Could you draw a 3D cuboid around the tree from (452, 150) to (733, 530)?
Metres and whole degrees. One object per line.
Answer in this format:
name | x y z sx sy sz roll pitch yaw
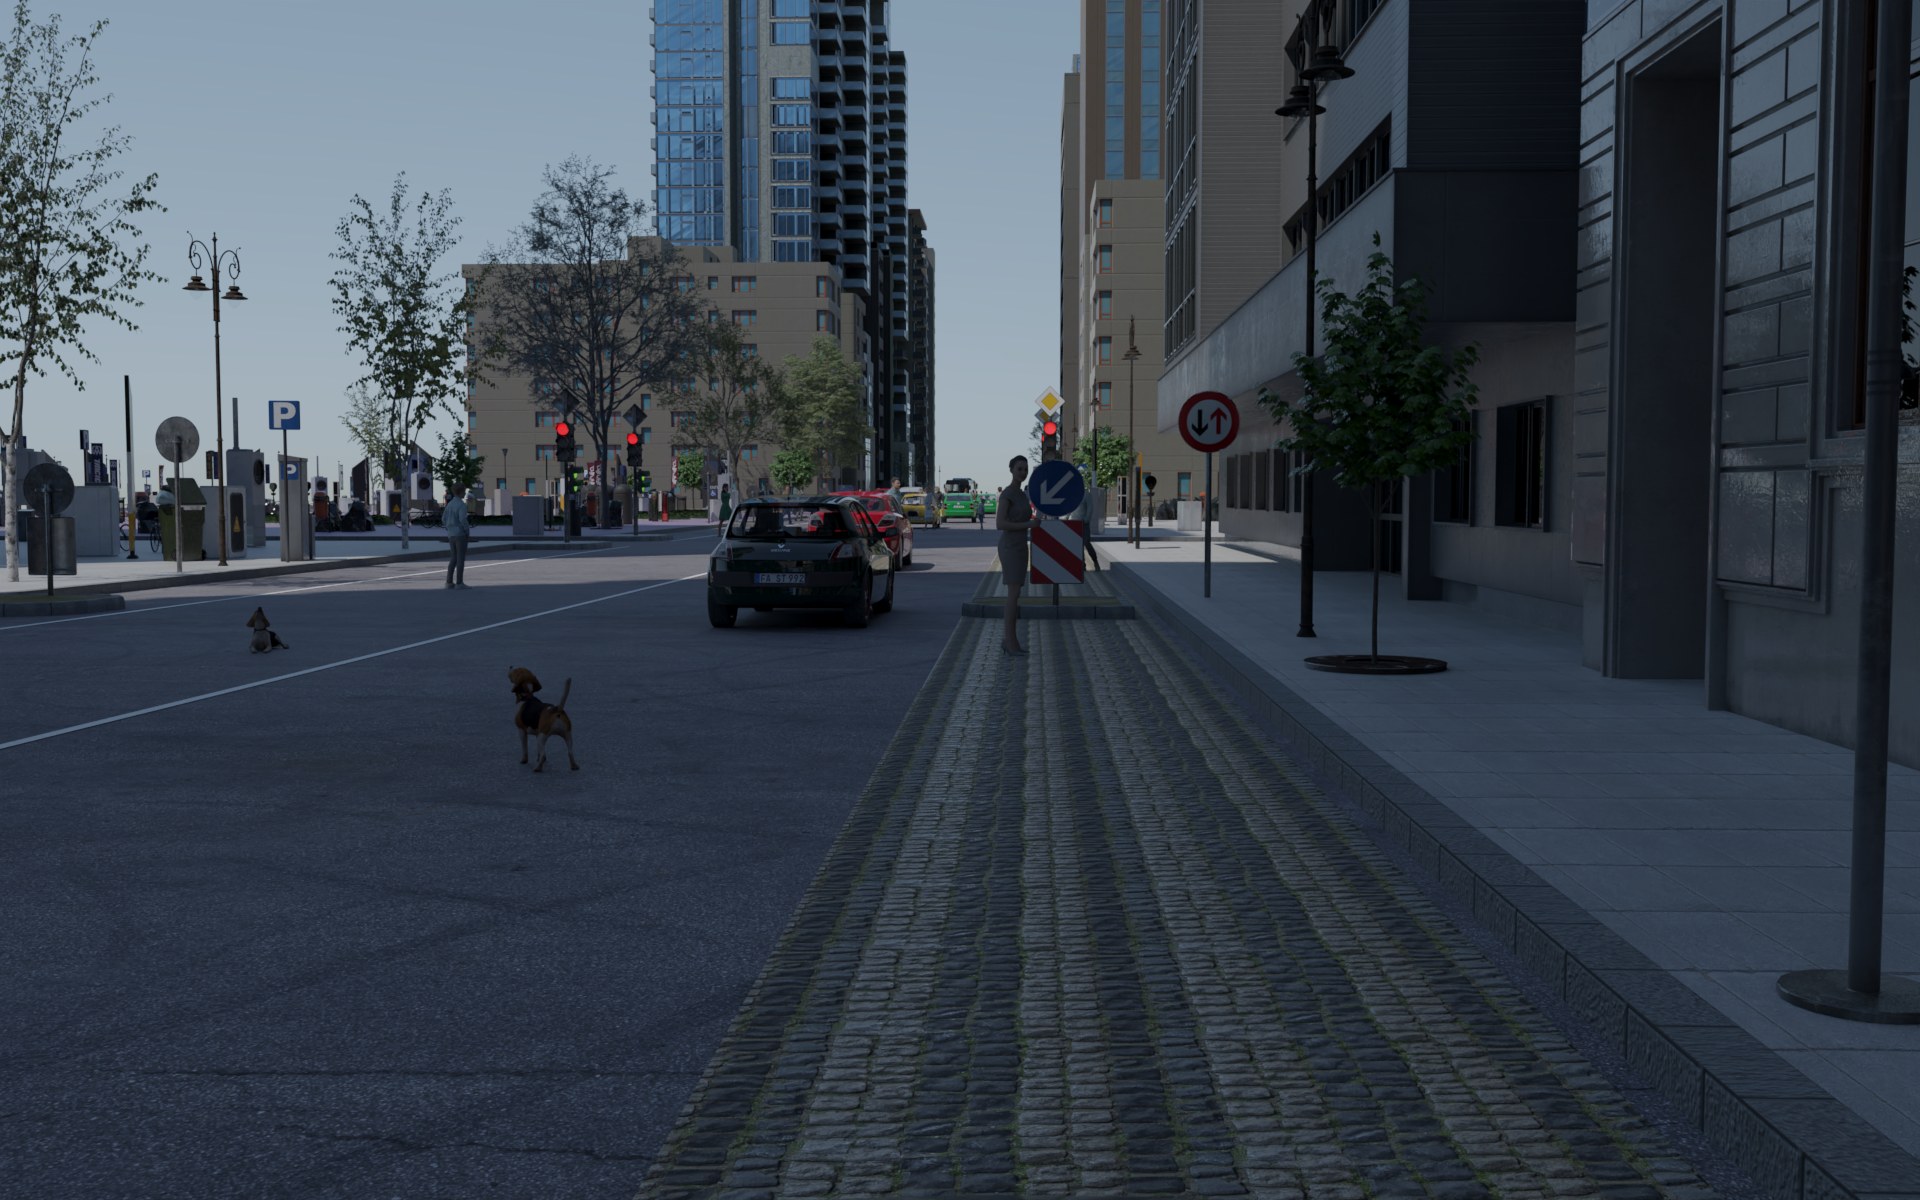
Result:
tree | -13.020 -9.315 62.669 12.009 13.543 11.850 0 3 0

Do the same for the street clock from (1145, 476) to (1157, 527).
street clock | 7.462 -3.865 67.765 0.471 2.002 0.358 0 4 7

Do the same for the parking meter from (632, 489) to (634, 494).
parking meter | -17.242 -5.087 91.585 0.372 1.533 0.369 0 3 0

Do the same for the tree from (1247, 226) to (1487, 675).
tree | 2.926 -1.105 12.670 1.663 3.219 1.824 0 3 0

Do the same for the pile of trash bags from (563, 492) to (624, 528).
pile of trash bags | -14.133 -3.532 67.504 1.912 1.369 3.447 0 4 -5

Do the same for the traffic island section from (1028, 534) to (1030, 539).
traffic island section | 2.690 -1.896 53.279 2.009 0.180 2.903 0 4 2

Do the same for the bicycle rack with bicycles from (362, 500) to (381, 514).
bicycle rack with bicycles | -32.908 -5.140 97.428 2.852 0.926 2.925 0 4 -5

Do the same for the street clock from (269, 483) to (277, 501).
street clock | -43.629 -6.452 110.068 0.471 2.002 0.358 2 4 25

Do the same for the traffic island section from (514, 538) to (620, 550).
traffic island section | -10.414 -1.440 45.821 2.009 0.180 2.903 0 4 2

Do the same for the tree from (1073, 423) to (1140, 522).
tree | 6.713 -5.911 80.361 4.285 4.588 4.351 0 3 0

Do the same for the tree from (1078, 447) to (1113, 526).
tree | 5.646 -4.658 70.759 1.663 3.219 1.824 0 3 0

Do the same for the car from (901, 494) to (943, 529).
car | -1.725 -3.829 72.822 2.015 1.641 3.980 0 4 2

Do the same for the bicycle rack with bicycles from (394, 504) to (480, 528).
bicycle rack with bicycles | -19.579 -3.196 65.642 2.925 0.926 2.852 1 4 8

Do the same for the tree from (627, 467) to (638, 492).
tree | -23.363 -7.894 123.673 1.663 3.219 1.824 0 3 0

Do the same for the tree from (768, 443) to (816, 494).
tree | -10.799 -7.837 111.840 4.285 4.588 4.351 0 3 0

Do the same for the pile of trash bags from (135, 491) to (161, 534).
pile of trash bags | -26.248 -2.887 56.952 3.447 1.369 1.912 3 4 36

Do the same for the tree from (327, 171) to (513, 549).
tree | -12.880 -5.520 40.612 4.737 8.622 4.395 0 3 0

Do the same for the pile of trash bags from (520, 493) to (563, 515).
pile of trash bags | -24.148 -5.586 101.080 3.447 1.369 1.912 1 4 15

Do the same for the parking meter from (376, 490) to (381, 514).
parking meter | -34.143 -5.715 101.857 0.372 1.533 0.369 0 3 0

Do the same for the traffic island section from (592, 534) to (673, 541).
traffic island section | -10.091 -1.928 53.800 2.009 0.180 2.903 0 4 2

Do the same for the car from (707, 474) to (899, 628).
car | -1.750 -0.622 19.953 2.009 1.686 4.222 0 4 3

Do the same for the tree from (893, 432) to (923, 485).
tree | -6.655 -15.642 206.100 4.360 8.622 3.978 0 3 0

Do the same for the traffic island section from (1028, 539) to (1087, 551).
traffic island section | 2.366 -1.408 45.300 2.009 0.180 2.903 0 4 2

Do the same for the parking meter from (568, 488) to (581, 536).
parking meter | -11.760 -2.720 52.880 0.372 1.533 0.369 0 3 0

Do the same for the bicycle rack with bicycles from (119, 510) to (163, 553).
bicycle rack with bicycles | -18.047 -1.528 38.372 2.852 0.926 2.925 0 4 -3

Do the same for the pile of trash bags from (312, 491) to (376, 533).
pile of trash bags | -21.111 -2.989 58.620 1.912 1.369 3.447 0 4 -2

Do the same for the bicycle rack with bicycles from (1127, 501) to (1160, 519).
bicycle rack with bicycles | 9.124 -4.601 88.604 2.852 0.926 2.925 2 4 30

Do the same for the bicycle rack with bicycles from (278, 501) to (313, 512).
bicycle rack with bicycles | -47.375 -6.673 122.491 2.925 0.926 2.852 0 4 0

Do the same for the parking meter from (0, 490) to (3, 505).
parking meter | -55.314 -5.606 100.069 0.372 1.533 0.369 0 3 0

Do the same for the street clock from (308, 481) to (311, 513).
street clock | -37.447 -5.799 99.381 0.358 2.002 0.471 3 4 38

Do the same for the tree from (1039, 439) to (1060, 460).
tree | 12.114 -16.032 212.486 4.737 8.622 4.395 0 3 0

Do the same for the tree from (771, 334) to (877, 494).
tree | -9.774 -12.505 122.585 7.486 12.596 7.792 0 3 0

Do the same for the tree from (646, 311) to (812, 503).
tree | -11.350 -9.366 87.549 8.767 10.594 7.601 -3 4 -38

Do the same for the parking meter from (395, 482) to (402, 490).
parking meter | -24.845 -4.352 76.863 0.399 1.863 0.255 -1 4 -21

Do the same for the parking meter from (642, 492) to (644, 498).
parking meter | -20.262 -6.305 111.504 0.372 1.533 0.369 0 3 0

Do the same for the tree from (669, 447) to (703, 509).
tree | -18.115 -8.195 117.704 4.285 4.588 4.351 0 3 0

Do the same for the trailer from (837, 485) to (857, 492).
trailer | -7.293 -6.356 110.975 1.471 1.999 3.904 0 4 2

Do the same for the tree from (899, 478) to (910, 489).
tree | -6.524 -12.630 201.094 1.663 3.219 1.824 0 3 0

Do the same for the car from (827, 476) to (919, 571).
car | -1.912 -1.512 33.755 2.155 1.783 4.494 0 4 2

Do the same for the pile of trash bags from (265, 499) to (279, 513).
pile of trash bags | -33.626 -4.421 82.042 1.912 1.369 3.447 1 4 11

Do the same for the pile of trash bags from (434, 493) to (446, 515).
pile of trash bags | -28.938 -5.345 97.135 1.912 1.369 3.447 -1 4 -8

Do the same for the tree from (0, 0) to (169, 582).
tree | -13.894 -4.586 25.336 4.360 8.622 3.978 0 3 0

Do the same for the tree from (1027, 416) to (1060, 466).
tree | 12.309 -17.978 219.702 9.928 11.665 9.643 0 3 0

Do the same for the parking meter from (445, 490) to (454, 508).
parking meter | -18.334 -3.299 62.348 0.372 1.533 0.369 0 3 0

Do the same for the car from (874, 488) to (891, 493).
car | -4.892 -6.476 114.560 2.281 1.827 5.304 0 4 4

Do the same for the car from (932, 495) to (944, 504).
car | -2.437 -9.542 168.586 1.945 1.354 3.894 0 4 3

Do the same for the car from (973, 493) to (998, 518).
car | 1.702 -5.864 104.673 1.959 1.807 4.718 0 4 1

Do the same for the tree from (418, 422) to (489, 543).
tree | -13.249 -3.141 45.962 1.663 3.219 1.824 0 3 0

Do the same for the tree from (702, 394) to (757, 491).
tree | -16.910 -10.794 126.847 4.360 8.622 3.978 0 3 0

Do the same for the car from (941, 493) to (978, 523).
car | -0.058 -4.796 87.219 1.959 1.807 4.718 0 4 0

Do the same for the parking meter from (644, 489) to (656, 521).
parking meter | -14.666 -4.535 82.555 0.372 1.533 0.369 0 3 0
